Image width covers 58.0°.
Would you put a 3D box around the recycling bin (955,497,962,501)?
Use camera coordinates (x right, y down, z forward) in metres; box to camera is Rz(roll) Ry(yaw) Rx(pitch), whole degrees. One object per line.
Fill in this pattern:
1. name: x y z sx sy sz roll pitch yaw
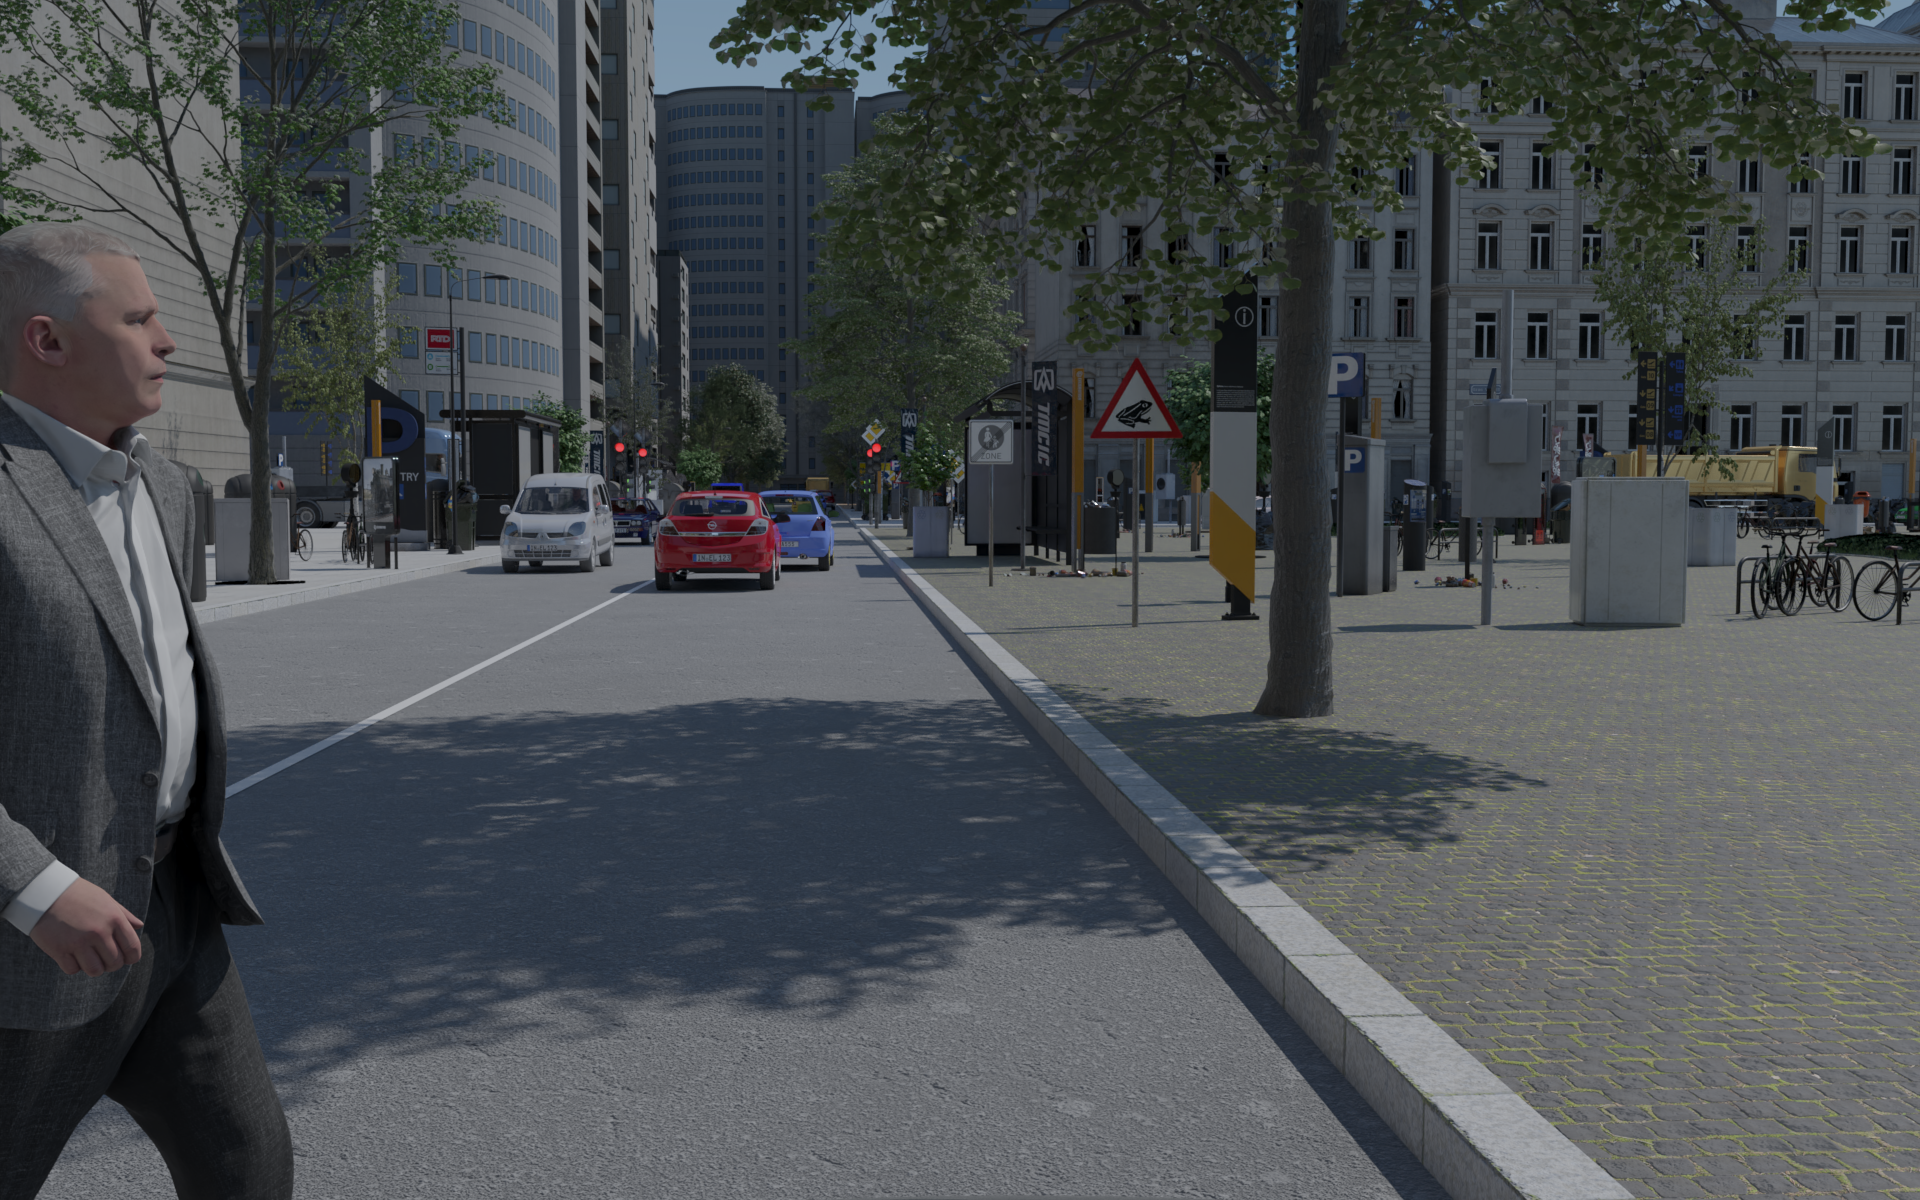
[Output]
1. recycling bin: -0.322 -7.138 129.265 0.722 1.027 0.722 -3 5 -41

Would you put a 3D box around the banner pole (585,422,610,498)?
1. banner pole: -12.367 -4.268 59.807 0.863 3.779 0.401 -1 4 -18

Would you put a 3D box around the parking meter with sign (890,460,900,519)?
1. parking meter with sign: -3.295 -5.627 88.264 0.543 3.016 1.738 0 4 -1

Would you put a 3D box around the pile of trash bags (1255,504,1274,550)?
1. pile of trash bags: 6.948 -1.916 41.081 1.912 1.369 3.447 -1 4 -14

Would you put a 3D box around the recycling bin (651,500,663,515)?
1. recycling bin: -13.638 -3.968 77.423 0.722 1.027 0.722 -1 4 -9

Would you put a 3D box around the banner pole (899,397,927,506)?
1. banner pole: -1.143 -3.339 44.613 0.863 3.779 0.401 -1 4 -17

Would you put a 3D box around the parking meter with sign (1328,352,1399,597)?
1. parking meter with sign: 5.165 -1.586 22.186 0.543 3.016 1.738 2 4 31

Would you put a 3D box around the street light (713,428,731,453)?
1. street light: -16.708 -9.092 121.201 1.470 5.913 1.316 0 4 -4

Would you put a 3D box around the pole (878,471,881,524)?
1. pole: -3.476 -4.926 74.387 0.158 3.312 0.155 0 3 0

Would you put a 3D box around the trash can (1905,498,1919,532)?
1. trash can: 32.048 -2.834 57.987 0.748 1.137 0.748 0 3 0

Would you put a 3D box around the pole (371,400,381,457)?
1. pole: -12.683 -2.682 37.699 0.158 3.312 0.155 0 3 0

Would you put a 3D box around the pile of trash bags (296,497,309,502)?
1. pile of trash bags: -27.730 -3.758 71.201 1.912 1.369 3.447 -1 4 -23

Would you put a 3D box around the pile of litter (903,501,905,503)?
1. pile of litter: -4.005 -7.093 129.927 1.176 0.858 1.719 -1 4 -21

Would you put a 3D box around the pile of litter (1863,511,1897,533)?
1. pile of litter: 27.720 -2.362 52.589 1.719 0.858 1.176 -2 4 -23

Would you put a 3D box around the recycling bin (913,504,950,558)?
1. recycling bin: -0.574 -1.378 35.078 0.722 1.027 0.722 0 4 2

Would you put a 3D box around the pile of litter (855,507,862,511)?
1. pile of litter: -7.397 -7.285 133.078 1.176 0.858 1.719 -2 4 -27

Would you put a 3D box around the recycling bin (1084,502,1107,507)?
1. recycling bin: 4.104 -2.486 53.193 0.722 1.027 0.722 1 4 13

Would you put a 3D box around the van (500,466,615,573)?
1. van: -7.623 -1.589 32.988 2.013 2.044 4.112 0 4 -4

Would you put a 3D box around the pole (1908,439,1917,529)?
1. pole: 35.118 -4.284 63.891 0.158 3.312 0.155 0 3 0

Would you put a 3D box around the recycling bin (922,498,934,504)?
1. recycling bin: -2.339 -6.767 123.187 0.722 1.027 0.722 2 4 31

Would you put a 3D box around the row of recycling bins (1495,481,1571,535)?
1. row of recycling bins: 18.717 -2.930 55.018 3.534 1.692 1.069 0 4 4

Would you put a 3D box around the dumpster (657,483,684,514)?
1. dumpster: -14.683 -5.025 87.909 1.264 1.857 1.865 0 4 -5

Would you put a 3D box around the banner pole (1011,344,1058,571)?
1. banner pole: 1.255 -2.372 28.807 0.863 3.779 0.401 2 4 30

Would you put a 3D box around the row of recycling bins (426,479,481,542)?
1. row of recycling bins: -13.916 -2.482 47.693 1.069 1.692 3.534 0 4 -3

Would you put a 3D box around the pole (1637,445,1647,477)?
1. pole: 16.385 -2.923 41.642 0.158 3.312 0.155 0 3 0

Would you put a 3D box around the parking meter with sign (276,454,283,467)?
1. parking meter with sign: -30.103 -4.794 74.647 1.738 3.016 0.543 0 4 0

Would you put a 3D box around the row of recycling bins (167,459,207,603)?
1. row of recycling bins: -9.516 -0.742 19.243 1.069 1.692 3.534 0 4 2

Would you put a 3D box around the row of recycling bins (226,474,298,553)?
1. row of recycling bins: -14.829 -1.809 36.693 1.069 1.692 3.534 -1 4 -10

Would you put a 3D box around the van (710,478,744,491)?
1. van: -12.828 -5.565 95.377 2.240 2.365 5.245 0 4 -6

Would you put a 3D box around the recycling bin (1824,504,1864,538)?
1. recycling bin: 21.383 -1.795 41.908 0.722 1.027 0.722 3 4 39

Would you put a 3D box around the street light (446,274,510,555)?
1. street light: -10.193 -3.923 36.676 1.470 5.913 1.316 0 4 -4

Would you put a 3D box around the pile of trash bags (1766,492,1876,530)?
1. pile of trash bags: 31.007 -3.234 62.629 3.447 1.369 1.912 2 4 24

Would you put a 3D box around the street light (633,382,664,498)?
1. street light: -13.003 -6.093 72.166 1.470 5.913 1.316 0 4 -4

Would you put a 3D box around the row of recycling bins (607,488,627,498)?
1. row of recycling bins: -16.056 -4.502 80.725 1.069 1.692 3.534 0 4 -8

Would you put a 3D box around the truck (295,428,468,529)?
1. truck: -27.755 -4.668 66.074 18.799 4.110 2.967 0 4 -3

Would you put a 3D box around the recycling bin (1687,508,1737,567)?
1. recycling bin: 13.358 -1.127 30.973 0.722 1.027 0.722 -2 4 -26

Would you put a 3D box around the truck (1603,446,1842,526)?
1. truck: 31.375 -4.563 70.529 9.791 3.379 3.469 0 4 -6

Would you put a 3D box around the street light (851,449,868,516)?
1. street light: -5.888 -7.712 98.626 1.470 5.913 1.316 0 4 -4

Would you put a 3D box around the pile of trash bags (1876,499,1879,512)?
1. pile of trash bags: 39.811 -4.180 78.097 1.912 1.369 3.447 0 4 1

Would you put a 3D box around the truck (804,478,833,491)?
1. truck: -16.798 -12.786 204.968 3.469 3.379 9.791 0 4 -3

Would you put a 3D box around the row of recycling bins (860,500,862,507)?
1. row of recycling bins: -6.860 -7.946 137.027 1.069 1.692 3.534 2 4 27

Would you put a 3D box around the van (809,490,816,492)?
1. van: -14.148 -9.943 169.584 2.013 2.044 4.112 0 4 -5

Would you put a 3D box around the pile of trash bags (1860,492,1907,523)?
1. pile of trash bags: 42.855 -4.185 78.170 3.447 1.369 1.912 -1 4 -19

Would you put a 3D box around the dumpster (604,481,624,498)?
1. dumpster: -15.496 -4.308 76.187 1.264 1.857 1.865 0 4 -4

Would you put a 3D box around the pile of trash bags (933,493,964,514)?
1. pile of trash bags: -0.366 -6.135 110.062 3.447 1.369 1.912 3 5 40

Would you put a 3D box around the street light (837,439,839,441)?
1. street light: -9.689 -10.672 147.020 1.470 5.913 1.316 0 4 -4

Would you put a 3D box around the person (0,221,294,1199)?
1. person: -1.099 0.404 2.297 0.834 1.777 0.661 0 4 -1
